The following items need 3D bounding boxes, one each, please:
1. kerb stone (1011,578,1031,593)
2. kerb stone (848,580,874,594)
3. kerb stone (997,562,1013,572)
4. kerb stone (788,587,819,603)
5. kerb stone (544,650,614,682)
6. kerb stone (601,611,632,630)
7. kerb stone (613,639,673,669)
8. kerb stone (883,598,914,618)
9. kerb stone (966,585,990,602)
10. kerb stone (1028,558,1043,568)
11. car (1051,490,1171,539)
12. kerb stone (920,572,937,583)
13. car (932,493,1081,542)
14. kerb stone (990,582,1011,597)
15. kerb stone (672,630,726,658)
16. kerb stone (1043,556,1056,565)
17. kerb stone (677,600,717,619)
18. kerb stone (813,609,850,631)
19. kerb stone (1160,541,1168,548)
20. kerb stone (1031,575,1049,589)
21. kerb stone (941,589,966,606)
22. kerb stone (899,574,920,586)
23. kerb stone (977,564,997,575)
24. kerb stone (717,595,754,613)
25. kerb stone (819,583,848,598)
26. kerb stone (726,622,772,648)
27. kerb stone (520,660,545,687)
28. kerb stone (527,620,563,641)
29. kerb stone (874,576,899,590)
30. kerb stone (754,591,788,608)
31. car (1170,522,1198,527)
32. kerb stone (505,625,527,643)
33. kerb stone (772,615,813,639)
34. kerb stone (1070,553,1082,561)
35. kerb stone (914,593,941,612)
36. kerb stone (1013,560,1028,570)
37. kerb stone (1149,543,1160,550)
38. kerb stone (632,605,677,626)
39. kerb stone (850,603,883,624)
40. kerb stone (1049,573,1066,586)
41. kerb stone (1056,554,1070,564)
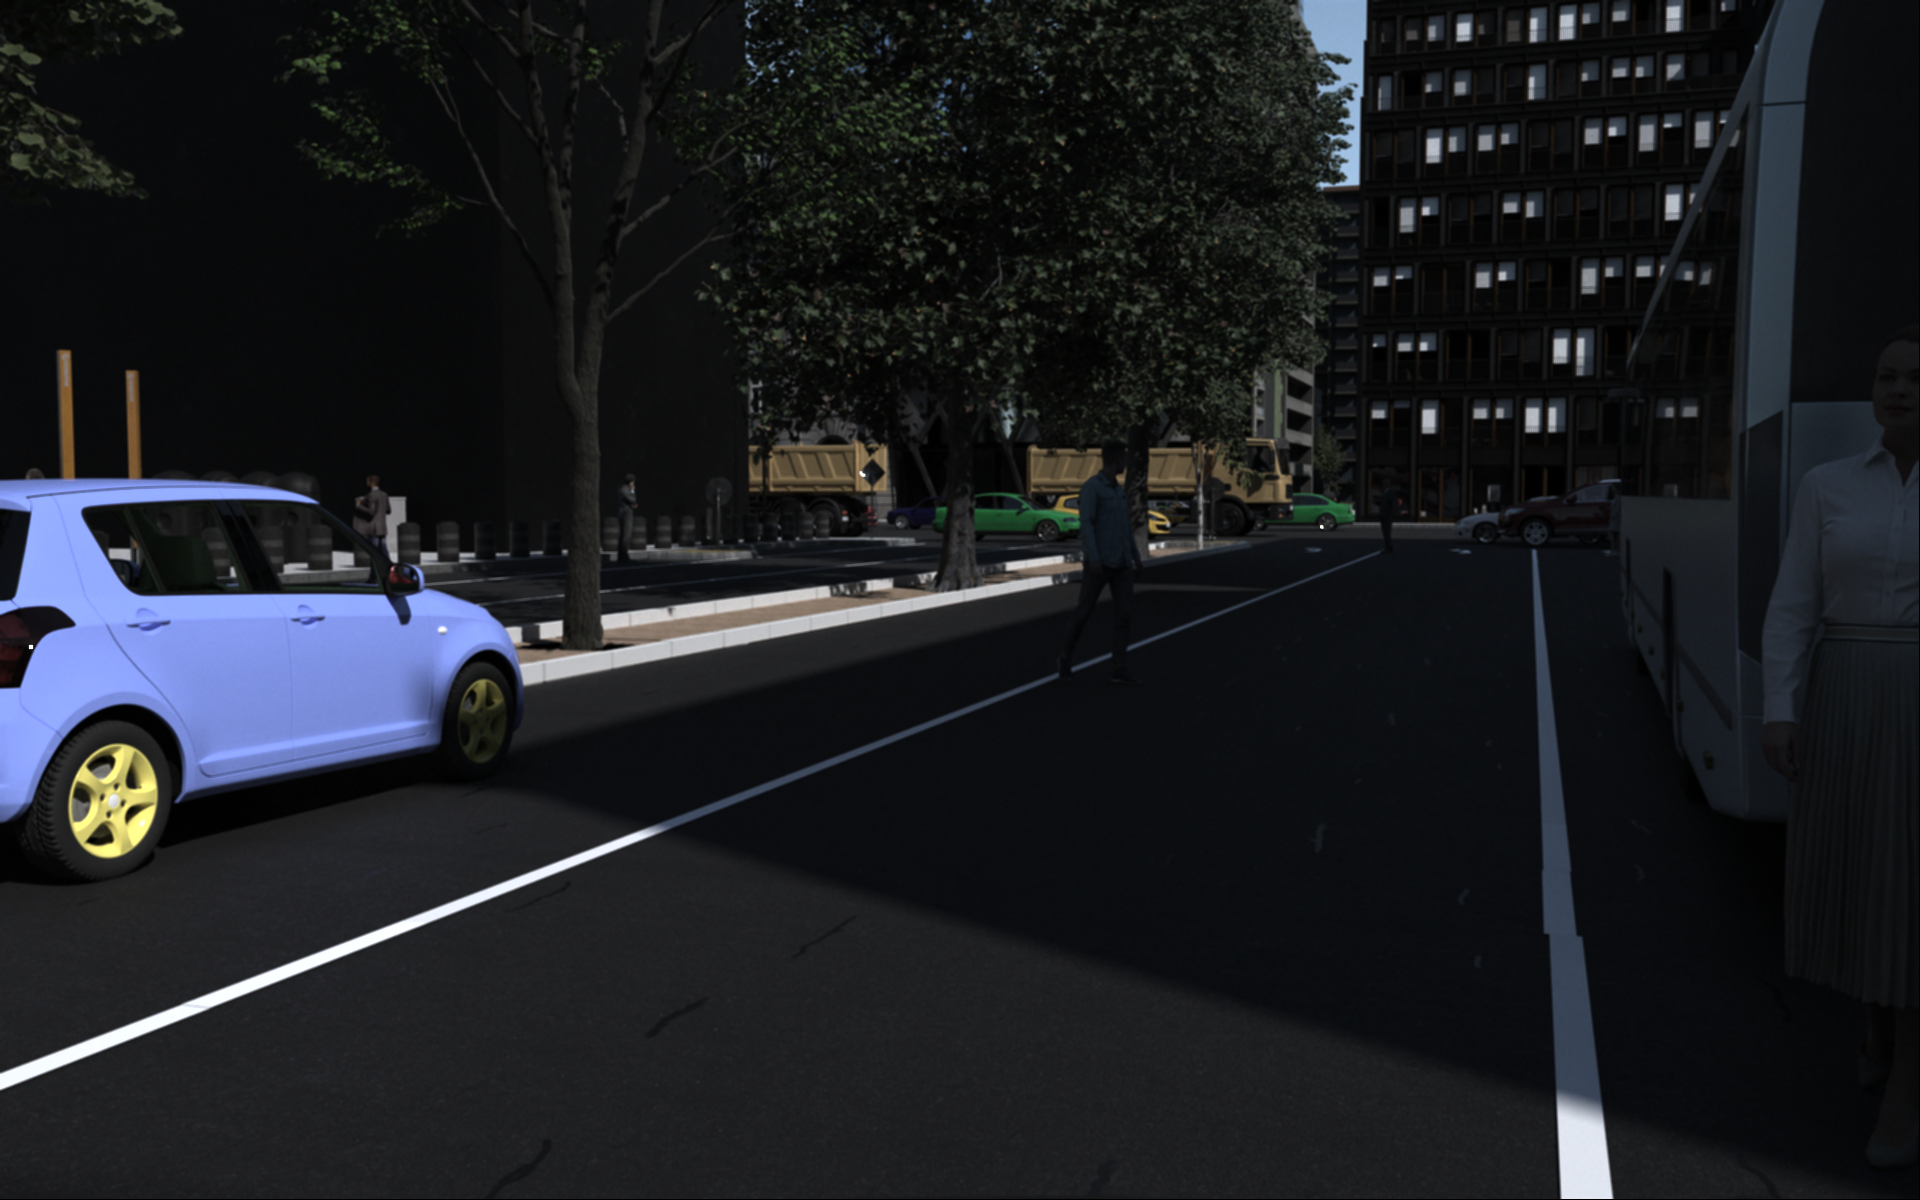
[{"bbox_3d":[0.805,-0.196,25.393,0.120,0.150,1.000,1,4,18],"label":"kerb stone"},{"bbox_3d":[-1.517,-0.174,25.048,0.120,0.150,1.000,1,4,18],"label":"kerb stone"},{"bbox_3d":[0.738,-0.591,31.893,0.120,0.150,1.000,1,4,18],"label":"kerb stone"},{"bbox_3d":[-2.168,-0.054,23.085,0.120,0.150,1.000,1,4,18],"label":"kerb stone"},{"bbox_3d":[-3.054,0.524,13.664,0.120,0.150,1.000,1,4,18],"label":"kerb stone"},{"bbox_3d":[-3.778,0.244,18.201,0.120,0.150,1.000,1,4,18],"label":"kerb stone"},{"bbox_3d":[-2.733,0.470,14.639,0.120,0.150,1.000,1,4,18],"label":"kerb stone"},{"bbox_3d":[-0.804,0.103,20.510,0.120,0.150,1.000,1,4,18],"label":"kerb stone"},{"bbox_3d":[0.166,-0.072,23.439,0.120,0.150,1.000,1,4,18],"label":"kerb stone"},{"bbox_3d":[1.384,-0.712,33.853,0.120,0.150,1.000,1,4,18],"label":"kerb stone"},{"bbox_3d":[4.701,-2.747,55.143,3.980,1.641,2.015,1,4,20],"label":"car"},{"bbox_3d":[-0.551,-0.348,27.979,0.120,0.150,1.000,1,4,18],"label":"kerb stone"},{"bbox_3d":[1.525,-2.668,52.420,4.718,1.807,1.959,1,4,18],"label":"car"},{"bbox_3d":[0.486,-0.133,24.418,0.120,0.150,1.000,1,4,18],"label":"kerb stone"},{"bbox_3d":[-2.411,0.403,15.615,0.120,0.150,1.000,1,4,18],"label":"kerb stone"},{"bbox_3d":[1.699,-0.771,34.838,0.120,0.150,1.000,1,4,18],"label":"kerb stone"},{"bbox_3d":[-3.131,0.125,20.149,0.120,0.150,1.000,1,4,18],"label":"kerb stone"},{"bbox_3d":[-1.449,0.223,18.548,0.120,0.150,1.000,1,4,18],"label":"kerb stone"},{"bbox_3d":[5.243,-1.427,45.603,0.120,0.150,1.000,1,4,18],"label":"kerb stone"},{"bbox_3d":[1.126,-0.253,26.369,0.120,0.150,1.000,1,4,18],"label":"kerb stone"},{"bbox_3d":[-0.169,-0.016,22.463,0.120,0.150,1.000,1,4,18],"label":"kerb stone"},{"bbox_3d":[-0.880,-0.294,27.006,0.120,0.150,1.000,1,4,18],"label":"kerb stone"},{"bbox_3d":[0.413,-0.533,30.910,0.120,0.150,1.000,1,4,18],"label":"kerb stone"},{"bbox_3d":[-2.808,0.065,21.132,0.120,0.150,1.000,1,4,18],"label":"kerb stone"},{"bbox_3d":[-1.837,-0.115,24.073,0.120,0.150,1.000,1,4,18],"label":"kerb stone"},{"bbox_3d":[-2.088,0.343,16.591,0.120,0.150,1.000,1,4,18],"label":"kerb stone"},{"bbox_3d":[-3.377,0.582,12.677,0.120,0.150,1.000,1,4,18],"label":"kerb stone"},{"bbox_3d":[-4.096,0.304,17.221,0.120,0.150,1.000,1,4,18],"label":"kerb stone"},{"bbox_3d":[-1.189,-0.234,26.027,0.120,0.150,1.000,1,4,18],"label":"kerb stone"},{"bbox_3d":[-2.483,0.005,22.106,0.120,0.150,1.000,1,4,18],"label":"kerb stone"},{"bbox_3d":[10.384,-3.969,74.687,4.222,1.686,2.009,1,4,17],"label":"car"},{"bbox_3d":[-4.413,0.364,16.242,0.120,0.150,1.000,1,4,18],"label":"kerb stone"},{"bbox_3d":[-1.770,0.283,17.567,0.120,0.150,1.000,1,4,18],"label":"kerb stone"},{"bbox_3d":[2.348,-0.890,36.787,0.120,0.150,1.000,1,4,18],"label":"kerb stone"},{"bbox_3d":[-0.482,0.045,21.485,0.120,0.150,1.000,1,4,18],"label":"kerb stone"},{"bbox_3d":[1.049,-0.653,32.874,0.120,0.150,1.000,1,4,18],"label":"kerb stone"},{"bbox_3d":[4.928,-1.367,44.620,0.120,0.150,1.000,1,4,18],"label":"kerb stone"},{"bbox_3d":[-3.446,0.185,19.172,0.120,0.150,1.000,1,4,18],"label":"kerb stone"},{"bbox_3d":[-1.128,0.164,19.523,0.120,0.150,1.000,1,4,18],"label":"kerb stone"},{"bbox_3d":[1.442,-0.315,27.348,0.120,0.150,1.000,1,4,18],"label":"kerb stone"},{"bbox_3d":[2.028,-0.828,35.810,0.120,0.150,1.000,1,4,18],"label":"kerb stone"}]
